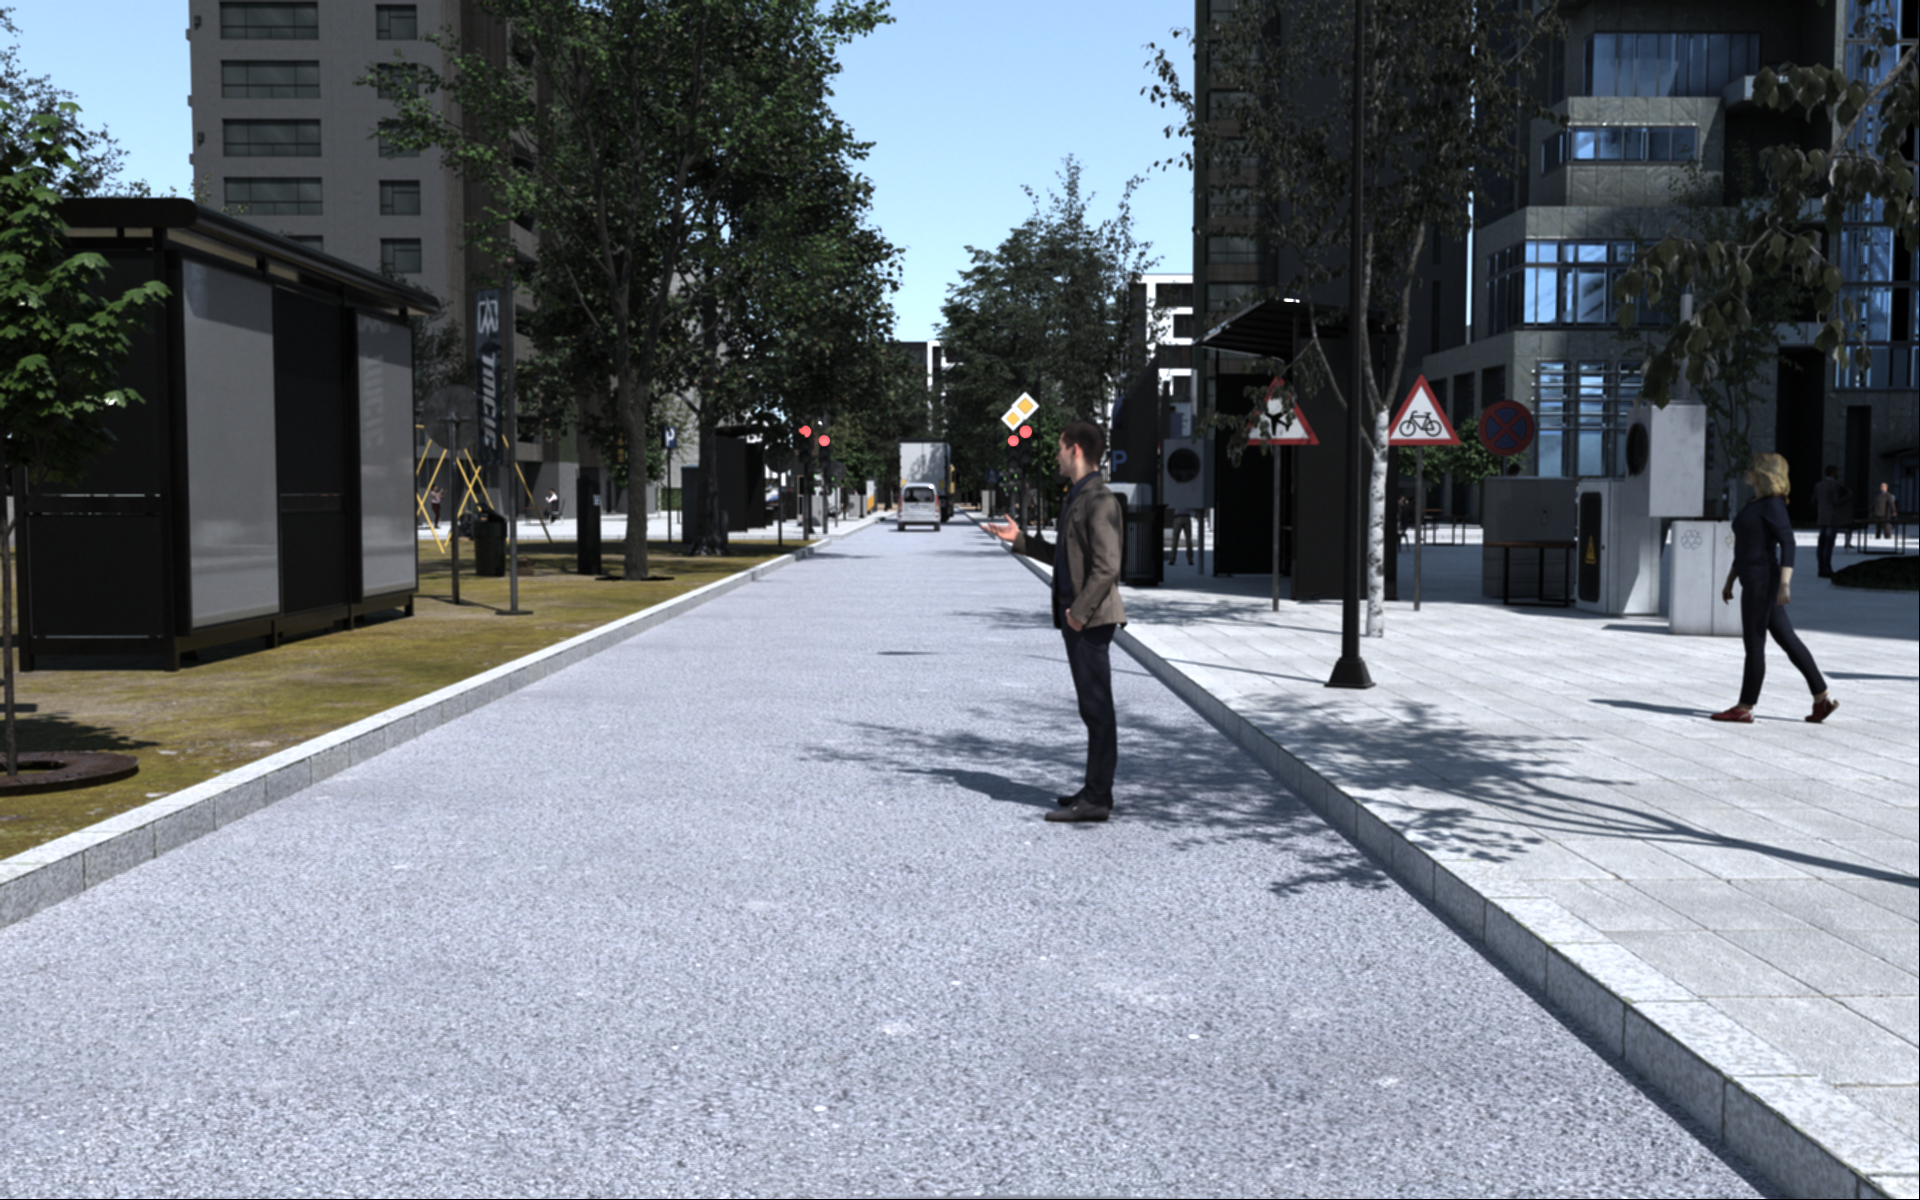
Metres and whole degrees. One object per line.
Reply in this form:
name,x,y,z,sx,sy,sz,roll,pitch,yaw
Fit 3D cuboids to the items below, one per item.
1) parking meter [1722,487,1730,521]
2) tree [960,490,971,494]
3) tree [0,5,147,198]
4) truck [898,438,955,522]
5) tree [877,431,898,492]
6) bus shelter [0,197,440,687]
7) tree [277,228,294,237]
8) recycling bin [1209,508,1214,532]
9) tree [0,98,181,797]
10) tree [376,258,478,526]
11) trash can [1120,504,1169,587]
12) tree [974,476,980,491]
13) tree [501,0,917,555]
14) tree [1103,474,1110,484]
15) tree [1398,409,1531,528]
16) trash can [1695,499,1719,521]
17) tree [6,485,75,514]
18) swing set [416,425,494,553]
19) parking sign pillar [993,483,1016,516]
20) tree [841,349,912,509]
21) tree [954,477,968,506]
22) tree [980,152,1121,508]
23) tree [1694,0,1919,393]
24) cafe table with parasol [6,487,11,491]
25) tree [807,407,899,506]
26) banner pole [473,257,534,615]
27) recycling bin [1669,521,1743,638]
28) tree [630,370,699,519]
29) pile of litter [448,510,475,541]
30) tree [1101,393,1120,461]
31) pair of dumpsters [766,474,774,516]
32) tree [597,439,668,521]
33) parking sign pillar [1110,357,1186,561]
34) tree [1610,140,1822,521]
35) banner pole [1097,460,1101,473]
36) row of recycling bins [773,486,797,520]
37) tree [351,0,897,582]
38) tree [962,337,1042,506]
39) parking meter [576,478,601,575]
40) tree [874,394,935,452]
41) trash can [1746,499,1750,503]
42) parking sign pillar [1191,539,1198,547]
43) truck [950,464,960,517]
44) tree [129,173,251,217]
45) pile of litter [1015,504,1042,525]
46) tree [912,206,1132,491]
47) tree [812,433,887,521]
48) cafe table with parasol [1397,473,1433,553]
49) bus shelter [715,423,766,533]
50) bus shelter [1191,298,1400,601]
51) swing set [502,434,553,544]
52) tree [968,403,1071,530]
parking meter,25.240,-2.964,56.872,0.372,1.533,0.369,0,3,0
tree,0.439,-12.331,196.212,1.663,3.219,1.824,0,3,0
tree,-19.739,-7.331,30.234,12.009,13.543,11.850,0,3,0
truck,-1.782,-6.308,92.049,2.839,4.237,11.283,0,4,1
tree,-7.294,-13.964,178.666,4.360,8.622,3.978,0,3,0
bus shelter,-6.474,-2.210,13.774,2.179,5.291,8.768,0,4,-1
tree,-18.706,-5.793,45.072,4.360,8.622,3.978,0,3,0
recycling bin,8.816,-2.818,58.635,0.722,1.027,0.722,1,4,9
tree,-4.317,-0.808,7.821,1.663,3.219,1.824,0,3,0
tree,-22.004,-8.237,69.095,7.601,10.594,8.767,0,4,8
trash can,2.539,-0.764,24.146,0.748,1.137,0.748,0,3,0
tree,1.439,-11.411,136.933,4.360,8.622,3.978,0,3,0
tree,-5.267,-7.311,36.542,9.611,12.733,9.660,0,3,0
tree,8.312,-5.687,87.587,1.663,3.219,1.824,0,3,0
tree,19.704,-4.973,65.030,4.285,4.588,4.351,0,3,0
trash can,20.710,-2.237,48.225,0.748,1.137,0.748,0,3,0
tree,-60.840,-12.202,101.325,13.155,14.587,18.604,-1,4,-11
swing set,-12.413,-2.535,39.060,2.862,2.851,3.119,1,4,9
parking sign pillar,2.572,-6.914,101.513,1.447,3.967,1.447,3,4,36
tree,-6.000,-14.700,147.000,9.857,13.997,8.962,0,3,0
tree,2.417,-6.495,89.910,4.285,4.588,4.351,0,3,0
tree,2.904,-5.323,37.400,4.360,8.622,3.978,0,3,0
tree,3.314,-3.351,5.158,4.360,8.622,3.978,0,3,0
cafe table with parasol,-50.097,-5.158,89.191,2.610,1.966,2.610,-1,4,-9
tree,-5.685,-7.646,75.379,4.737,8.622,4.395,0,3,0
banner pole,-4.939,-1.745,18.545,0.863,3.779,0.401,3,5,40
recycling bin,6.918,-0.202,15.861,0.722,1.027,0.722,2,4,27
tree,-15.314,-8.498,89.302,4.737,8.622,4.395,0,3,0
pile of litter,-13.341,-2.059,47.636,1.176,0.858,1.719,3,5,44
tree,12.048,-10.567,123.136,4.737,8.622,4.395,0,3,0
pair of dumpsters,-9.489,-4.829,81.450,1.574,2.255,4.437,0,4,-1
tree,-15.852,-6.132,83.975,4.285,4.588,4.351,0,3,0
parking sign pillar,3.402,-2.773,33.807,1.447,3.967,1.447,2,4,32
tree,15.652,-5.201,35.394,4.737,8.622,4.395,0,3,0
banner pole,5.042,-4.594,65.121,0.401,3.779,0.863,3,5,45
row of recycling bins,-8.905,-4.806,85.694,1.069,1.692,3.534,1,4,12
tree,-4.778,-6.087,25.283,9.928,11.665,9.643,0,3,0
tree,2.398,-12.588,122.825,9.611,12.733,9.660,0,3,0
parking meter,-5.920,-1.175,27.626,0.372,1.533,0.369,0,3,0
tree,-6.673,-18.112,206.503,12.009,13.543,11.850,0,3,0
trash can,21.588,-2.145,46.728,0.748,1.137,0.748,0,3,0
parking sign pillar,5.086,-3.274,41.994,1.447,3.967,1.447,0,4,2
truck,-1.691,-7.081,111.692,3.469,3.379,9.791,0,4,-1
tree,-18.122,-5.467,39.745,4.737,8.622,4.395,0,3,0
pile of litter,3.040,-3.535,71.770,1.719,0.858,1.176,0,4,-8
tree,2.916,-10.494,78.239,9.857,13.997,8.962,0,3,0
tree,-5.708,-6.149,84.248,4.285,4.588,4.351,0,3,0
cafe table with parasol,9.171,-2.062,38.575,2.610,1.966,2.610,1,4,14
bus shelter,-7.593,-4.231,60.454,1.731,3.624,6.357,0,4,-1
bus shelter,4.467,-1.989,23.806,1.731,3.624,6.357,0,4,-1
swing set,-12.326,-2.859,44.368,2.862,2.851,3.119,-3,4,-37
tree,2.994,-4.815,62.443,4.285,4.588,4.351,0,3,0
